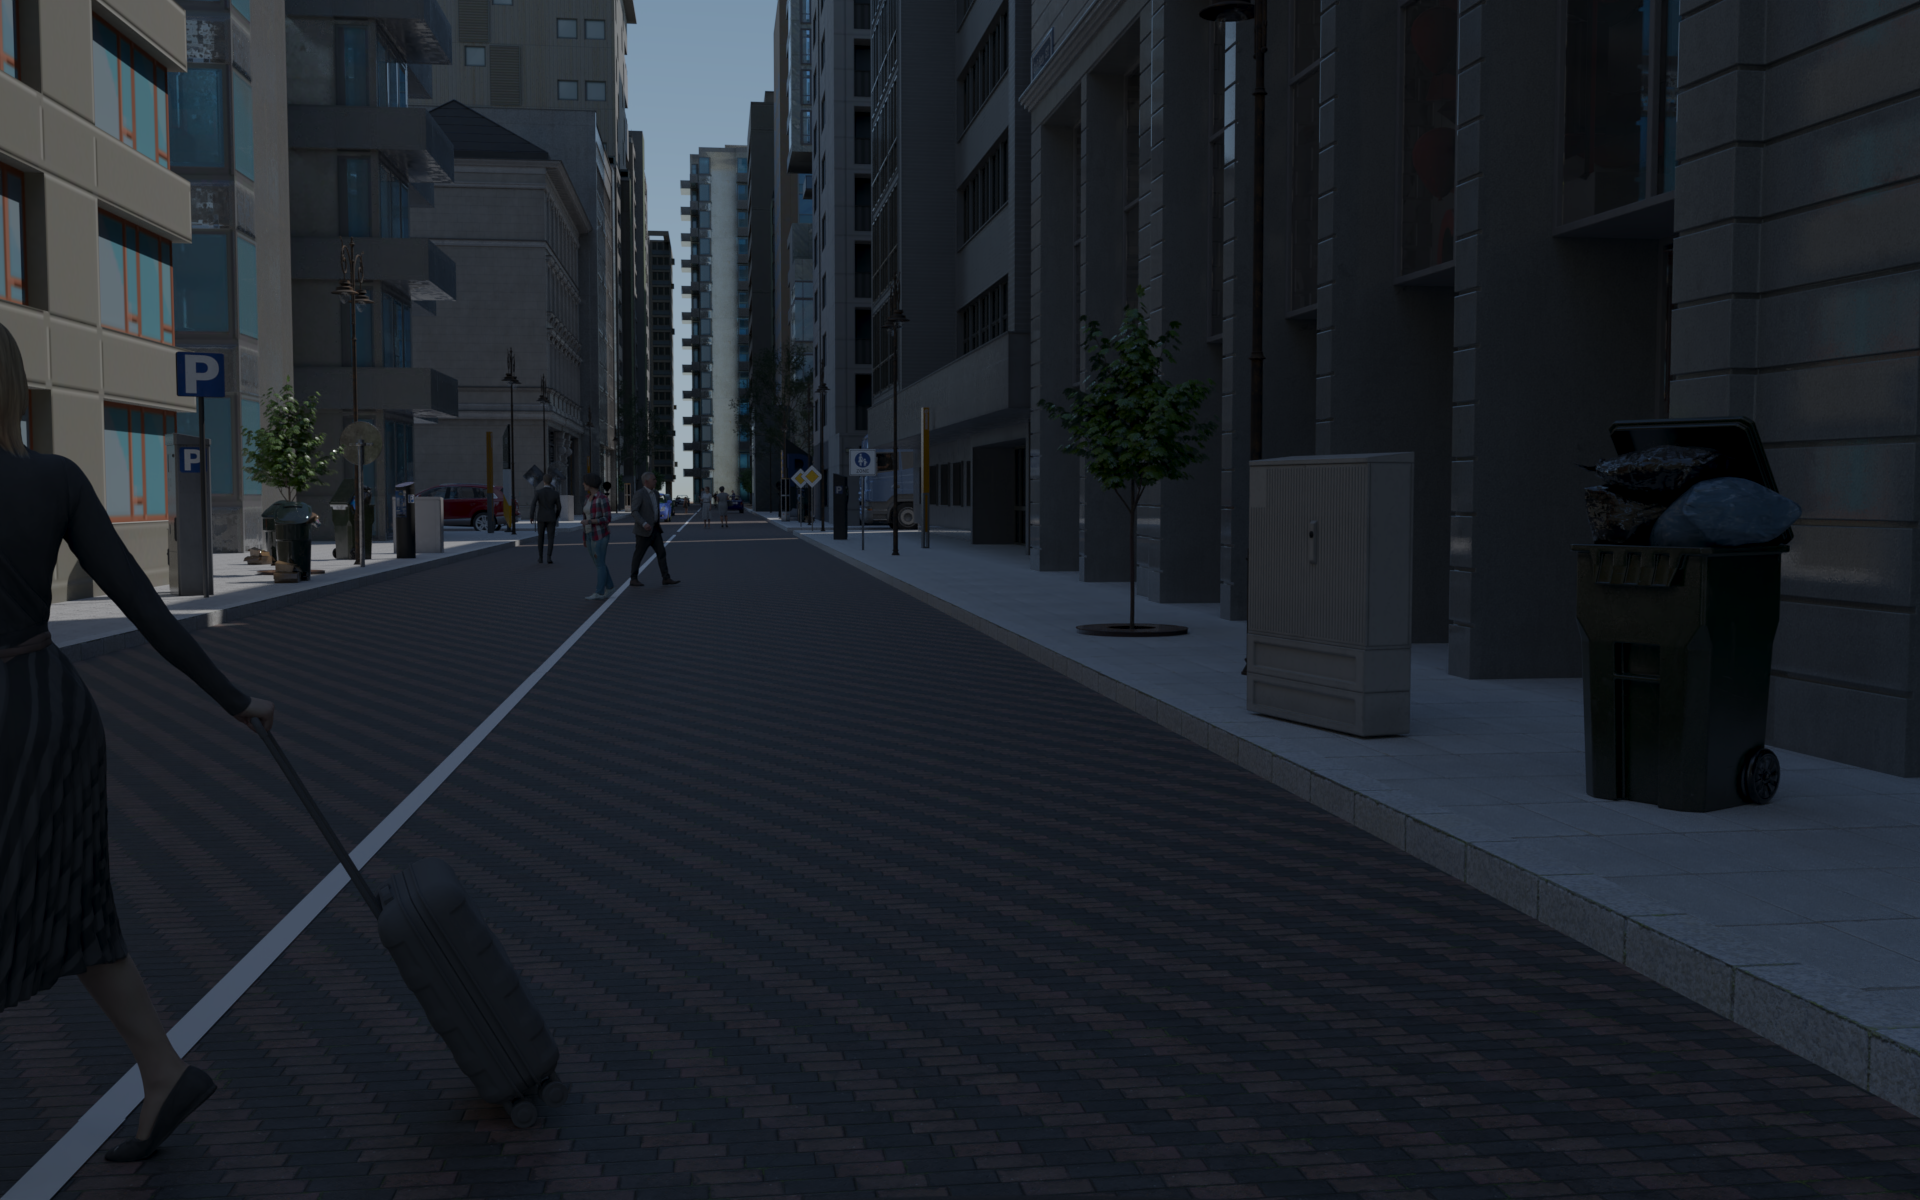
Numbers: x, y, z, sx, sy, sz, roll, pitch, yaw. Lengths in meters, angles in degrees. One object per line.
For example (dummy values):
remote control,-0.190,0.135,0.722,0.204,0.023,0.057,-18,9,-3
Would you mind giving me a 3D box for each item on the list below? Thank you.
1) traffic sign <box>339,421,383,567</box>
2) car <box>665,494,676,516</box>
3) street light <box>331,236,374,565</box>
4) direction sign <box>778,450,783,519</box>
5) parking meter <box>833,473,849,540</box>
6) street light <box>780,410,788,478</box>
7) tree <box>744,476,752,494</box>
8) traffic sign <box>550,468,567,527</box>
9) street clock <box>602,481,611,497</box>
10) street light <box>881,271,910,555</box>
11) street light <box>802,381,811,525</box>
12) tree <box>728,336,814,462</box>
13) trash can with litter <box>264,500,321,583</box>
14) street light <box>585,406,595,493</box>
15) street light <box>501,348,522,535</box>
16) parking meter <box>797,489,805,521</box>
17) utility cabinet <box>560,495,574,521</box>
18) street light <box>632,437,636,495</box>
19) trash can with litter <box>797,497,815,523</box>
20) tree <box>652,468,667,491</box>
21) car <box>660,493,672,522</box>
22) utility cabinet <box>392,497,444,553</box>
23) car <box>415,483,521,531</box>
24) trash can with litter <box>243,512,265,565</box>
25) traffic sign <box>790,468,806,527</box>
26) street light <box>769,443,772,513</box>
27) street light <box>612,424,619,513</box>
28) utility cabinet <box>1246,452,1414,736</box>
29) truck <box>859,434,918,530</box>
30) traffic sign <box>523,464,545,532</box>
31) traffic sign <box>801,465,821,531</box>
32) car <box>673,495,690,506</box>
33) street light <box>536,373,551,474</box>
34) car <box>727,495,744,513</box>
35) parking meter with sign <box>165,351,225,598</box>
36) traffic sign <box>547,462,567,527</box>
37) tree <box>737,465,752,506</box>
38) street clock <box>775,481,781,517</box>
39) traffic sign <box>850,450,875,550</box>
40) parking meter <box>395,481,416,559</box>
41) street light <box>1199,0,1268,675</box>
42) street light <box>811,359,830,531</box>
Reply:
traffic sign,-10.480,-1.847,30.310,0.768,2.556,0.104,0,4,1
car,-19.830,-6.287,114.588,2.131,1.459,4.920,0,4,-7
street light,-10.928,-3.578,31.295,0.468,5.910,1.993,0,4,-8
direction sign,-9.190,-5.955,89.368,0.379,3.537,0.876,0,4,0
parking meter,-3.343,-2.624,48.617,0.399,1.863,0.255,1,4,15
street light,-9.615,-7.471,94.933,0.468,5.910,1.993,0,4,-8
tree,-22.126,-11.581,183.949,1.663,3.219,1.824,0,3,0
traffic sign,-15.481,-3.841,66.437,0.795,2.450,0.064,0,4,-8
street clock,-20.222,-5.791,99.248,0.471,2.002,0.358,-2,4,-24
street light,-1.349,-3.873,36.110,0.468,5.910,1.993,0,4,-8
street light,-6.192,-6.011,71.072,0.468,5.910,1.993,0,4,-8
tree,-9.677,-10.215,101.433,8.767,10.594,7.601,0,4,4
trash can with litter,-9.728,-0.853,25.339,0.624,1.170,1.055,-1,4,-14
street light,-19.354,-7.212,90.709,0.468,5.910,1.993,0,4,-8
street light,-14.128,-5.008,54.675,0.468,5.910,1.993,0,4,-8
parking meter,-7.497,-4.487,81.776,0.372,1.533,0.369,0,3,0
utility cabinet,-18.604,-4.333,82.005,0.306,1.237,1.020,-2,4,-34
street light,-26.098,-10.125,138.333,0.468,5.910,1.993,0,4,-8
trash can with litter,-6.833,-4.035,77.362,0.624,1.170,1.055,-3,4,-38
tree,-38.310,-14.285,217.273,4.285,4.588,4.351,0,3,0
car,-15.664,-4.819,88.386,1.945,1.707,3.694,0,4,-7
utility cabinet,-11.784,-1.623,37.690,1.020,1.237,0.306,0,4,-5
car,-18.589,-3.293,62.515,5.304,1.827,2.281,0,4,-7
trash can with litter,-12.576,-1.243,31.708,0.624,1.170,1.055,1,4,17
traffic sign,-6.225,-3.919,67.722,0.795,2.450,0.064,0,4,-8
street light,-12.934,-8.900,118.296,0.468,5.910,1.993,0,4,-8
street light,-22.818,-8.696,114.965,0.468,5.910,1.993,0,4,-8
utility cabinet,2.012,-0.055,9.571,0.318,1.500,1.173,-1,4,-21
truck,4.876,-4.671,66.131,18.799,4.110,2.967,-1,4,-9
traffic sign,-14.362,-3.357,58.531,0.795,2.450,0.064,0,4,-8
traffic sign,-5.106,-3.436,59.815,0.795,2.450,0.064,0,4,-8
car,-32.380,-11.574,201.813,1.945,1.354,3.894,0,4,-7
street light,-15.963,-5.734,66.543,0.468,5.910,1.993,0,4,-8
car,-17.158,-7.191,130.148,1.945,1.354,3.894,-1,4,-9
parking meter with sign,-9.798,-1.578,22.055,0.543,3.016,1.738,-2,4,-34
traffic sign,-15.817,-4.155,68.041,0.768,2.556,0.104,0,4,-4
tree,-23.078,-12.737,191.971,4.285,4.588,4.351,0,3,0
street clock,-10.022,-5.624,96.517,0.471,2.002,0.358,0,4,8
traffic sign,-2.217,-2.285,39.488,0.606,2.300,0.079,0,4,-2
parking meter,-11.060,-1.598,34.543,0.372,1.533,0.369,0,3,0
street light,2.089,-2.406,12.131,0.468,5.910,1.993,0,4,-8
street light,-4.720,-5.301,59.466,0.468,5.910,1.993,0,4,-8
